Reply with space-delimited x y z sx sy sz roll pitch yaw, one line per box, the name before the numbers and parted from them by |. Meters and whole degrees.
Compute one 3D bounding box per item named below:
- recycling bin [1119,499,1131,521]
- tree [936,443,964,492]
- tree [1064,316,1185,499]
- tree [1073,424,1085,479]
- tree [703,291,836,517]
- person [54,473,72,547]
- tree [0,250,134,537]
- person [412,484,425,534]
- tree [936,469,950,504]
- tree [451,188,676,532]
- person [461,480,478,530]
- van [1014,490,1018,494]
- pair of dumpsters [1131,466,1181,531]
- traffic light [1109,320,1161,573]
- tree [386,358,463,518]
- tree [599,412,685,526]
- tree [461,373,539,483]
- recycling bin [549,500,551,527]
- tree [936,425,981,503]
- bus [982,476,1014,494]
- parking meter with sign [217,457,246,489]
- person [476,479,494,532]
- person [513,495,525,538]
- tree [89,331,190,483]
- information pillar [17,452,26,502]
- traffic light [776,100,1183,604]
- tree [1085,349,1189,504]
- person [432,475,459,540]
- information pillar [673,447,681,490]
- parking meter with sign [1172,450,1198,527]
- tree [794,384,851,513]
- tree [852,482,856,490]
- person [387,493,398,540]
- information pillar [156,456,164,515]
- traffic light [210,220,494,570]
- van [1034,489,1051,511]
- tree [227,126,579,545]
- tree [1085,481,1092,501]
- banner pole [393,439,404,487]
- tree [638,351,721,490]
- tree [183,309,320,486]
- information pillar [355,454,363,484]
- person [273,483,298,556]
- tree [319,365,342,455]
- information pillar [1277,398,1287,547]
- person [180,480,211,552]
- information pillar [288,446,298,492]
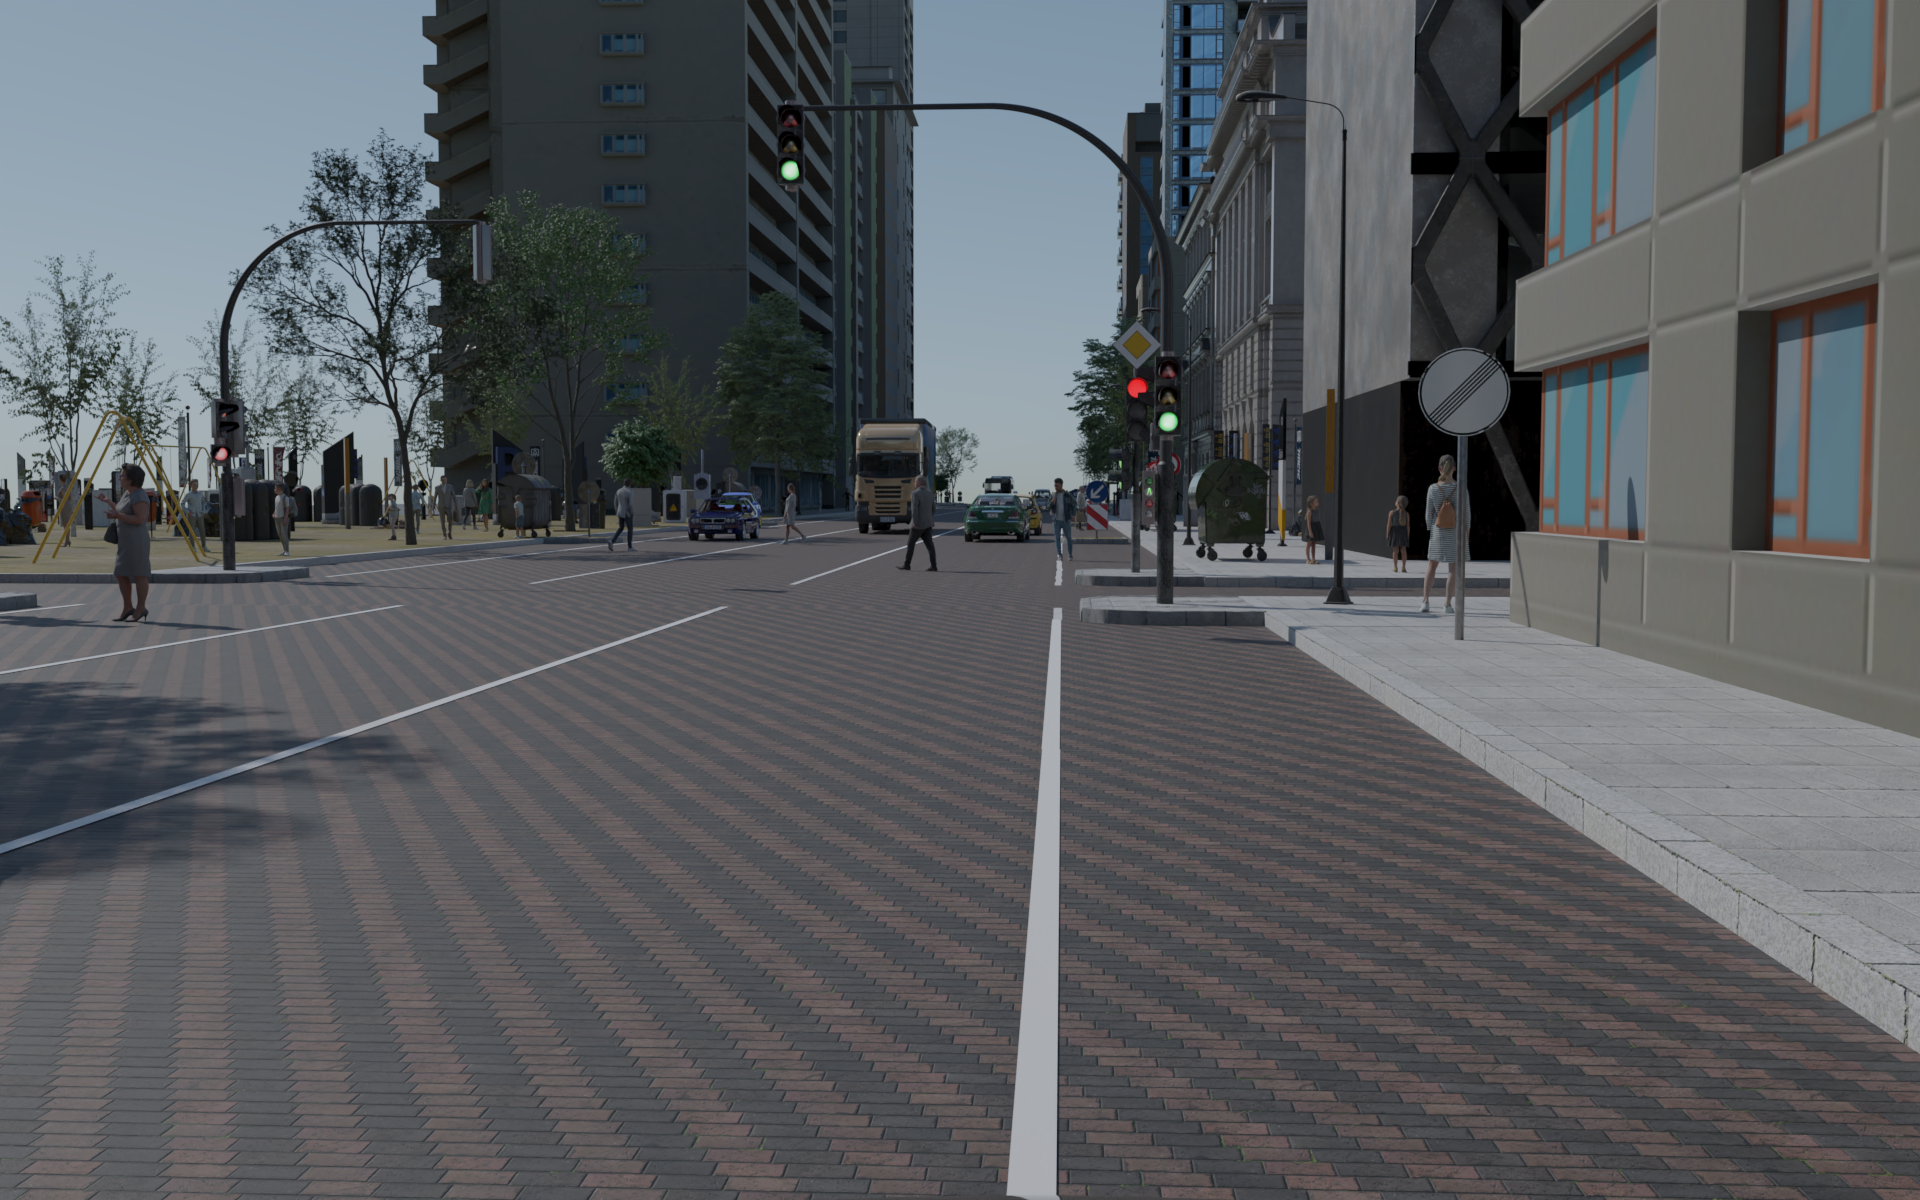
recycling bin | 8.111 -4.370 84.005 0.722 1.027 0.722 0 4 2
tree | -1.552 -17.885 242.787 4.737 8.622 4.395 0 3 0
tree | 10.505 -11.743 110.118 7.486 12.596 7.792 0 3 0
tree | 8.948 -8.895 95.794 4.737 8.622 4.395 0 3 0
tree | -10.646 -10.958 97.283 7.486 12.596 7.792 0 3 0
person | -21.687 -2.172 41.902 0.374 1.781 0.599 -1 4 -12
tree | -26.838 -6.203 51.774 4.360 8.622 3.978 0 3 0
person | -17.523 -2.928 55.732 0.589 1.601 0.330 -1 4 -11
tree | -2.799 -15.130 231.086 4.285 4.588 4.351 0 3 0
tree | -13.386 -8.147 58.953 9.928 11.665 9.643 0 3 0
person | -17.758 -3.443 62.518 0.709 1.800 0.728 2 4 26
van | 5.966 -11.733 198.850 2.013 2.044 4.112 0 4 3
pair of dumpsters | 6.941 -3.604 61.426 1.574 2.255 4.437 0 4 3
traffic light | 2.848 -2.400 28.168 0.839 4.253 0.868 0 4 3
tree | -28.760 -8.764 93.658 4.360 8.622 3.978 0 3 0
tree | -12.761 -5.239 69.377 4.285 4.588 4.351 0 3 0
tree | -26.971 -9.301 102.427 4.737 8.622 4.395 0 3 0
recycling bin | -16.581 -3.414 68.371 0.722 1.027 0.722 0 4 2
tree | -0.929 -20.397 259.242 9.928 11.665 9.643 0 3 0
bus | 3.930 -10.750 170.618 2.948 3.499 13.247 0 4 3
parking meter with sign | -34.753 -5.249 82.090 1.738 3.016 0.543 0 4 6
person | -16.164 -3.227 59.044 0.600 1.795 0.529 0 4 -1
person | -12.765 -2.407 50.082 0.332 1.250 0.352 -2 4 -28
tree | -37.736 -7.873 79.086 4.737 8.622 4.395 0 3 0
information pillar | -52.382 -6.443 96.690 0.504 3.616 0.183 1 4 11
traffic light | 0.282 -2.784 20.179 4.771 5.953 1.251 0 4 3
tree | 8.998 -8.212 84.630 4.737 8.622 4.395 0 3 0
person | -14.464 -2.602 48.710 0.709 1.813 0.853 -1 4 -23
information pillar | -12.958 -5.382 79.347 0.183 3.616 0.504 2 4 30
parking meter with sign | 9.120 -4.383 67.917 1.738 3.016 0.543 1 4 9
tree | -9.277 -10.073 115.052 4.737 8.622 4.395 0 3 0
tree | -8.107 -9.275 146.245 1.663 3.219 1.824 0 3 0
person | -15.759 -2.309 48.069 0.425 1.301 0.394 2 4 30
information pillar | -48.886 -6.999 105.780 0.183 3.616 0.504 1 4 11
traffic light | -10.195 -3.320 28.956 4.771 5.953 1.251 0 4 3
van | 6.897 -8.422 144.705 2.013 2.044 4.112 0 4 3
tree | -13.924 -6.681 43.653 8.767 10.594 7.601 -1 4 -20
tree | 19.067 -15.959 255.530 1.663 3.219 1.824 0 3 0
banner pole | -22.191 -4.816 68.758 0.863 3.779 0.401 2 4 31
tree | -14.699 -8.539 89.979 4.737 8.622 4.395 0 3 0
tree | -28.824 -7.284 69.453 4.360 8.622 3.978 0 3 0
information pillar | -35.327 -6.762 101.910 0.183 3.616 0.504 2 4 34
person | -14.031 -1.669 35.925 0.503 1.515 0.523 0 4 8
tree | -34.532 -8.578 90.609 4.360 8.622 3.978 0 3 0
information pillar | 7.905 -3.126 42.463 0.183 3.616 0.504 0 4 -1
person | -16.901 -1.860 38.268 0.589 1.601 0.330 -3 5 -44
information pillar | -32.244 -5.654 83.804 0.183 3.616 0.504 2 4 32
